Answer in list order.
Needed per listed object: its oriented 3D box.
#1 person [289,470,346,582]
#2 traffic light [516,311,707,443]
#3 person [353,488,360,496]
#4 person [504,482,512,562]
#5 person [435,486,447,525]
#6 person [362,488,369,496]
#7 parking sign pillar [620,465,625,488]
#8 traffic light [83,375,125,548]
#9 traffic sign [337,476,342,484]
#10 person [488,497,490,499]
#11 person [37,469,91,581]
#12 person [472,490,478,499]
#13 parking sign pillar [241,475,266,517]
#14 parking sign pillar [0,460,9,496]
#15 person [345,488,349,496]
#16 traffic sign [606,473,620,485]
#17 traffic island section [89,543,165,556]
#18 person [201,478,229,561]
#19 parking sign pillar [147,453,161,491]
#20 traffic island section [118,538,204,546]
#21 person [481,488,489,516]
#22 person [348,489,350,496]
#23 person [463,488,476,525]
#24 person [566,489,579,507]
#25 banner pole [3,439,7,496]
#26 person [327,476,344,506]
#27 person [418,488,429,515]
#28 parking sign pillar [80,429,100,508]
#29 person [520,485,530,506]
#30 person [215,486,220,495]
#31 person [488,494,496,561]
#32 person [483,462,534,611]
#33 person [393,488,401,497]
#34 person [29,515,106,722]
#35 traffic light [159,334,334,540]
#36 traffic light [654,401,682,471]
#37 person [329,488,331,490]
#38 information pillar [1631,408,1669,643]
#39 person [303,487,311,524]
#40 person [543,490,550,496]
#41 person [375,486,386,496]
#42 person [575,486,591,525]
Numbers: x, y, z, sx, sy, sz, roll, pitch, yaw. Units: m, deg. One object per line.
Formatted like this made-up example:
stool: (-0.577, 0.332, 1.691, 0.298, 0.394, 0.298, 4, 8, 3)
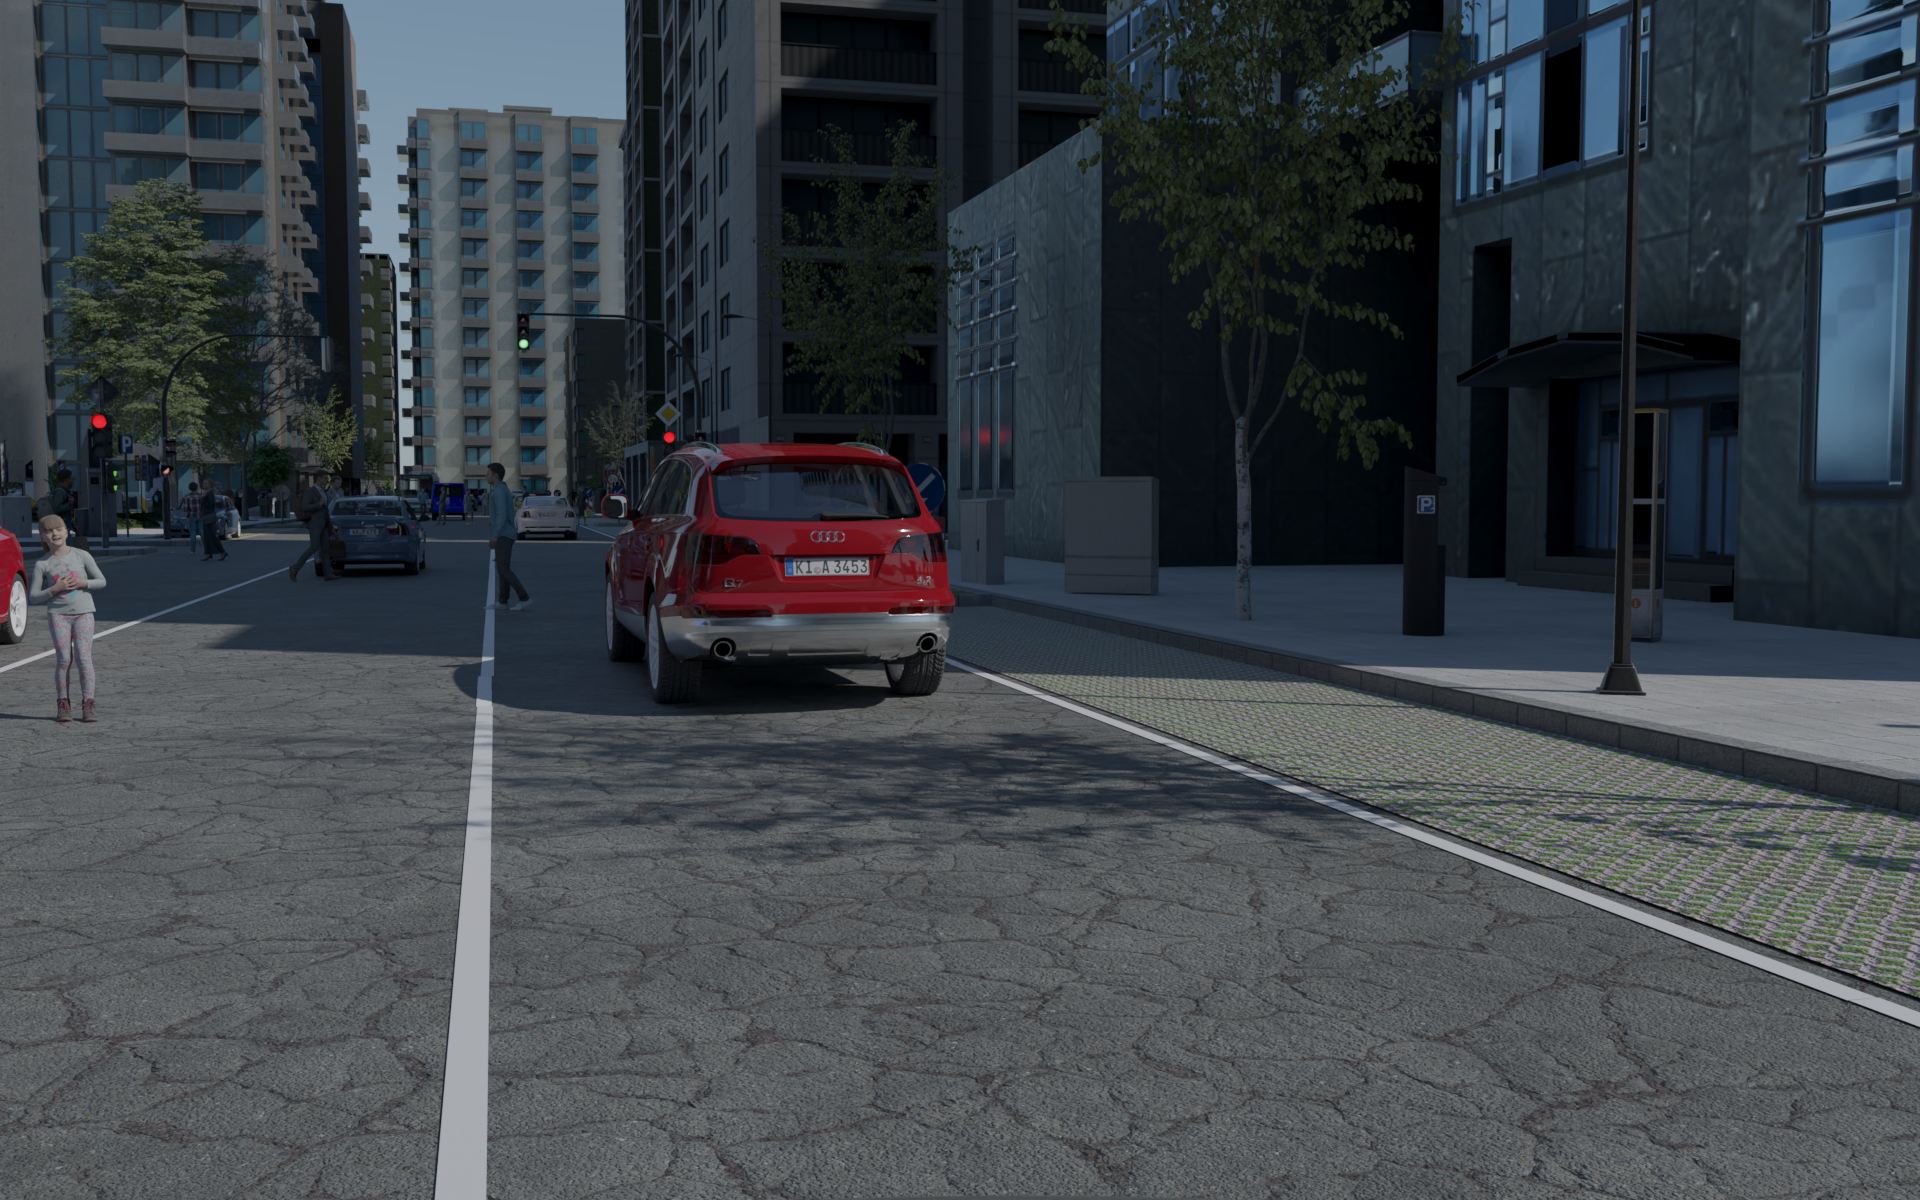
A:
person: (-10.580, -1.224, 28.481, 0.822, 1.834, 0.622, 0, 3, 0)
traffic light: (-8.729, -4.231, 43.843, 4.771, 5.953, 1.251, -1, 4, -15)
person: (-50.576, -8.485, 145.228, 0.568, 1.767, 0.683, 0, 4, 1)
person: (-9.516, -1.626, 36.092, 0.512, 1.701, 0.522, 2, 4, 24)
person: (-24.008, -4.360, 80.052, 0.573, 1.790, 0.520, -1, 4, -17)
person: (-51.671, -8.793, 150.261, 0.568, 1.767, 0.683, 1, 4, 20)
parking sign pillar: (-23.262, -8.161, 121.896, 1.447, 3.967, 1.447, 0, 4, -7)
traffic light: (-20.214, -3.179, 40.903, 0.839, 4.253, 0.868, -1, 4, -15)
traffic sign: (-43.128, -7.317, 119.745, 0.768, 2.556, 0.104, -1, 4, -14)
person: (-39.712, -8.453, 147.431, 0.721, 1.736, 1.217, 2, 4, 34)
person: (-14.161, -1.157, 27.403, 0.713, 1.824, 0.794, -1, 4, -9)
person: (-45.169, -9.345, 161.250, 0.705, 1.831, 1.348, 0, 4, 8)
parking sign pillar: (-40.436, -6.767, 99.120, 1.447, 3.967, 1.447, -1, 4, -12)
parking sign pillar: (-54.698, -6.760, 98.997, 1.447, 3.967, 1.447, -2, 4, -32)
person: (-47.671, -7.822, 134.450, 0.721, 1.766, 1.217, -1, 4, -18)
traffic sign: (-20.634, -6.296, 103.043, 0.768, 2.556, 0.104, 0, 4, -8)
traffic island section: (-20.255, -1.147, 41.027, 2.009, 0.180, 2.903, -1, 4, -15)
person: (-16.113, -1.736, 37.307, 0.576, 1.772, 0.534, 3, 5, 42)
parking sign pillar: (-52.964, -7.714, 114.598, 1.447, 3.967, 1.447, -3, 5, -41)
traffic island section: (-22.324, -1.618, 48.740, 2.009, 0.180, 2.903, -1, 4, -15)
person: (-31.177, -6.418, 113.620, 0.511, 1.800, 0.466, 1, 4, 11)
person: (-52.117, -8.579, 147.126, 0.721, 1.723, 1.217, -2, 4, -31)
person: (-22.939, -4.359, 80.770, 0.522, 1.701, 0.512, 1, 4, 12)
person: (-37.630, -9.943, 168.629, 1.348, 1.821, 0.705, -1, 4, -20)
banner pole: (-43.491, -5.435, 78.878, 0.401, 3.779, 0.863, -1, 4, -23)
person: (-12.800, -1.654, 35.736, 0.583, 1.804, 0.606, 1, 4, 20)
person: (-33.147, -6.018, 106.912, 0.660, 1.820, 0.620, -3, 5, -44)
parking sign pillar: (-36.160, -5.110, 72.021, 1.447, 3.967, 1.447, -3, 5, -40)
person: (-20.727, -4.537, 82.465, 0.755, 1.850, 0.659, -1, 4, -21)
person: (-45.553, -6.088, 106.128, 0.362, 1.759, 0.519, -1, 4, -17)
person: (-9.867, -1.707, 36.976, 0.480, 1.755, 0.524, -3, 5, -45)
person: (-5.582, -0.785, 21.354, 0.620, 1.820, 0.660, -1, 4, -11)
person: (-35.212, -6.077, 108.108, 0.600, 1.795, 0.529, 3, 4, 37)
person: (-5.603, 0.114, 10.922, 0.394, 1.301, 0.425, 3, 5, 45)
traffic light: (-20.284, -4.558, 49.188, 4.771, 5.953, 1.251, -1, 4, -15)
traffic light: (-8.800, -3.872, 52.235, 0.839, 4.253, 0.868, -1, 4, -15)
person: (-34.974, -5.358, 96.519, 0.534, 1.772, 0.576, -2, 4, -29)
information pillar: (5.938, -0.647, 15.065, 0.304, 2.012, 0.304, 3, 4, 38)
person: (-31.520, -4.578, 83.618, 0.573, 1.790, 0.520, -3, 4, -36)
person: (-34.939, -8.426, 146.714, 0.568, 1.767, 0.683, 2, 4, 28)
person: (-31.393, -5.231, 93.829, 0.655, 1.846, 0.447, 0, 4, -4)
person: (-17.402, -4.310, 79.183, 0.699, 1.804, 1.509, -2, 4, -32)
